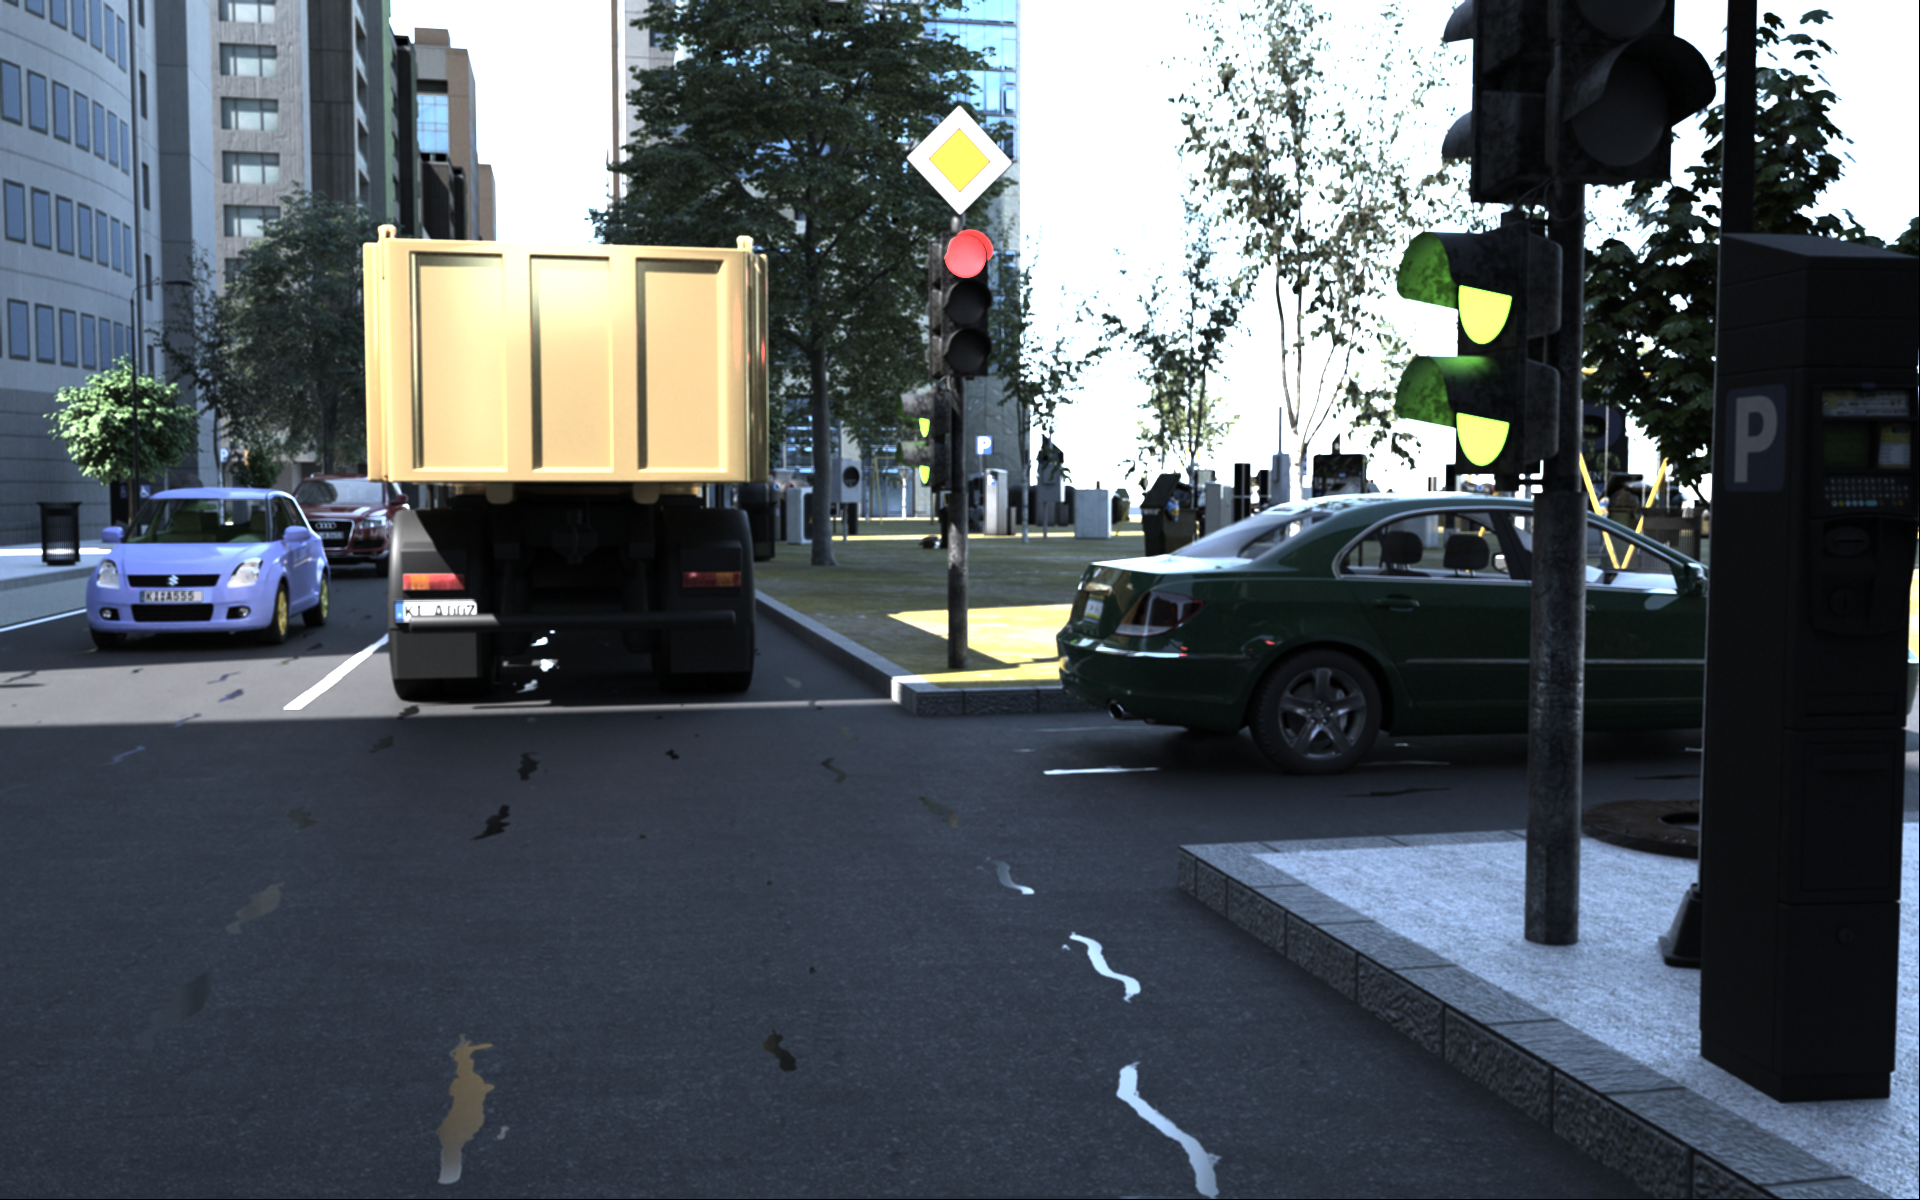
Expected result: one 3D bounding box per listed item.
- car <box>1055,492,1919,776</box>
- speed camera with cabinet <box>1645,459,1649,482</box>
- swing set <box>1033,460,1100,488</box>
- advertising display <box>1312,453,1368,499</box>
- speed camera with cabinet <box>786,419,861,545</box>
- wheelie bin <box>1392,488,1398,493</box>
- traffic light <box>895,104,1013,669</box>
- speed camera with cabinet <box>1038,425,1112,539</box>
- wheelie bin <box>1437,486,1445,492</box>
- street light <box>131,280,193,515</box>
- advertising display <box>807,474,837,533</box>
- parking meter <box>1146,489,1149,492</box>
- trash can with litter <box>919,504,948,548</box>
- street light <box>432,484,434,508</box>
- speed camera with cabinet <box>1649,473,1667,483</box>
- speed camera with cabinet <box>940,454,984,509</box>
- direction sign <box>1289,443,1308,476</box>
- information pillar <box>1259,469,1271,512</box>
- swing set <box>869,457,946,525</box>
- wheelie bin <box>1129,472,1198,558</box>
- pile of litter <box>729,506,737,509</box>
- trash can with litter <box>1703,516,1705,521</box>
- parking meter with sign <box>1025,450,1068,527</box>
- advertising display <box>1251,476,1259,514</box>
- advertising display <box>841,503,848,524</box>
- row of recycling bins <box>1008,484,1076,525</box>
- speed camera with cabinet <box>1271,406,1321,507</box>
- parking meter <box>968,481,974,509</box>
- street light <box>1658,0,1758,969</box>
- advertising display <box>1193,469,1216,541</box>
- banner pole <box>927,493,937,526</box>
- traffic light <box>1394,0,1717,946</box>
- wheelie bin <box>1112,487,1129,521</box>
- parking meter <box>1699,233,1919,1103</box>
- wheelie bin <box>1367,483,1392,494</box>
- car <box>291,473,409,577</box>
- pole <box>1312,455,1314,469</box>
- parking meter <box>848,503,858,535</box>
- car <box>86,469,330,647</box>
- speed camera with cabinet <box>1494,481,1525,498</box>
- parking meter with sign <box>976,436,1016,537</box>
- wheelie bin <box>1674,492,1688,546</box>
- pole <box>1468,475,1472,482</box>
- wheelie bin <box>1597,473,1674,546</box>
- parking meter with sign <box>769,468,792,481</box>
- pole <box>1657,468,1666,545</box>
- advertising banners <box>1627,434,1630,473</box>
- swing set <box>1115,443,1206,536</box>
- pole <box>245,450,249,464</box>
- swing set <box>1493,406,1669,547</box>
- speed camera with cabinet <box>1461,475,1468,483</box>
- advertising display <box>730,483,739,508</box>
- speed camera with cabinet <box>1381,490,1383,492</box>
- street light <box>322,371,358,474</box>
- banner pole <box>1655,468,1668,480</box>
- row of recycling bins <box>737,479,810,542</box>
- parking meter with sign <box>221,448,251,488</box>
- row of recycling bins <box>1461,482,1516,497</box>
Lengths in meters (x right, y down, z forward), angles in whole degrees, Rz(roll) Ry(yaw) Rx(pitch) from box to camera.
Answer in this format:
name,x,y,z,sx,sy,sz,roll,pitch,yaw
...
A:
name,x,y,z,sx,sy,sz,roll,pitch,yaw
car,3.008,0.116,9.900,4.920,1.459,2.131,-1,4,-11
speed camera with cabinet,37.533,-6.137,94.681,0.660,3.252,2.038,3,5,40
swing set,5.072,-5.091,80.852,3.119,2.851,2.862,2,4,29
advertising display,6.010,-1.361,27.463,0.123,1.923,0.974,-3,5,-41
speed camera with cabinet,-3.488,-3.066,44.467,2.038,3.252,0.660,-3,5,-43
wheelie bin,21.504,-4.803,86.442,0.693,1.594,0.980,2,4,32
traffic light,-0.034,-1.453,12.670,0.839,4.253,0.868,-1,4,-12
speed camera with cabinet,3.303,-3.387,49.719,2.038,3.252,0.660,1,4,15
wheelie bin,18.914,-3.642,67.461,0.980,1.594,0.693,-3,4,-38
street light,-17.319,-3.979,37.601,1.470,5.913,1.316,-1,4,-12
advertising display,-4.520,-3.151,56.740,0.974,1.923,0.123,-1,4,-20
parking meter,10.106,-5.128,92.257,0.372,1.533,0.369,0,3,0
trash can with litter,-0.458,-1.806,40.910,1.055,1.170,0.624,1,4,19
street light,-33.663,-8.554,112.400,1.470,5.913,1.316,-1,4,-12
speed camera with cabinet,30.151,-4.893,74.331,0.660,3.252,2.038,2,4,27
speed camera with cabinet,0.176,-5.043,76.783,2.038,3.252,0.660,1,4,15
direction sign,14.936,-5.167,76.484,0.876,3.537,0.379,3,4,36
information pillar,8.863,-2.804,50.345,0.304,2.012,0.304,2,4,25
swing set,-2.361,-4.694,74.363,3.119,2.851,2.862,-1,4,-13
wheelie bin,3.071,-1.074,25.472,0.693,1.594,0.980,-1,4,-23
pile of litter,-8.154,-3.068,64.119,1.176,0.858,1.719,2,4,30
trash can with litter,36.181,-4.385,83.083,1.055,1.170,0.624,2,4,33
parking meter with sign,3.400,-4.425,68.604,1.738,3.016,0.543,-1,4,-9
advertising display,10.632,-3.442,61.492,0.123,1.923,0.974,-3,5,-42
advertising display,-4.803,-4.217,74.155,0.123,1.923,0.974,-3,4,-37
row of recycling bins,3.559,-4.070,73.655,3.534,1.692,1.069,-3,4,-37
speed camera with cabinet,7.485,-2.688,38.284,0.660,3.252,2.038,-1,4,-9
parking meter,0.482,-4.270,75.522,0.255,1.863,0.399,0,4,-3
street light,1.562,-1.955,4.502,1.470,5.913,1.316,-1,4,-12
advertising display,6.318,-2.418,44.749,0.123,1.923,0.974,3,4,39
banner pole,-1.109,-4.896,70.063,0.401,3.779,0.863,-1,4,-9
traffic light,1.684,-0.976,4.872,0.839,4.253,0.868,-1,4,-12
wheelie bin,7.602,-4.530,81.980,0.980,1.594,0.693,-3,4,-37
parking meter,1.833,0.120,3.748,0.255,1.863,0.399,0,4,-7
wheelie bin,11.313,-2.444,47.870,0.693,1.594,0.980,3,5,43
car,-11.152,-1.395,31.487,2.281,1.827,5.304,-1,4,-12
pole,18.313,-5.856,89.593,0.158,3.312,0.155,0,3,0
parking meter,-3.392,-3.010,54.920,0.255,1.863,0.399,0,4,7
car,-7.488,-0.480,17.445,1.945,1.707,3.694,-1,4,-11
speed camera with cabinet,20.127,-4.217,63.287,0.660,3.252,2.038,0,4,-1
parking meter with sign,1.147,-3.469,52.982,0.543,3.016,1.738,2,4,29
wheelie bin,17.390,-2.120,42.577,0.980,1.594,0.693,0,4,2
pole,26.731,-5.933,90.840,0.158,3.312,0.155,0,3,0
wheelie bin,10.029,-1.105,25.983,0.980,1.594,0.693,-2,4,-27
parking meter with sign,-5.320,-3.362,51.233,0.543,3.016,1.738,3,5,43
pole,16.129,-2.811,39.804,0.158,3.312,0.155,0,3,0
advertising banners,19.130,-3.249,49.309,0.090,3.025,2.074,1,4,12
swing set,6.655,-3.433,53.757,2.862,2.851,3.119,2,4,28
pole,-32.912,-5.274,80.077,0.158,3.312,0.155,0,3,0
swing set,8.384,-1.495,22.066,3.119,2.851,2.862,-2,4,-26
speed camera with cabinet,26.487,-6.042,93.129,2.038,3.252,0.660,-1,4,-21
advertising display,-9.299,-4.170,73.401,0.974,1.923,0.123,-3,5,-44
speed camera with cabinet,15.280,-4.420,66.605,2.038,3.252,0.660,1,4,17
street light,-23.342,-5.667,65.190,1.470,5.913,1.316,-1,4,-12
banner pole,25.660,-4.474,63.165,0.863,3.779,0.401,-2,4,-24
row of recycling bins,-5.118,-2.471,47.510,1.069,1.692,3.534,1,4,20
parking meter with sign,-27.042,-4.221,65.269,1.738,3.016,0.543,1,4,16
row of recycling bins,17.882,-3.216,59.691,3.534,1.692,1.069,-3,4,-39
